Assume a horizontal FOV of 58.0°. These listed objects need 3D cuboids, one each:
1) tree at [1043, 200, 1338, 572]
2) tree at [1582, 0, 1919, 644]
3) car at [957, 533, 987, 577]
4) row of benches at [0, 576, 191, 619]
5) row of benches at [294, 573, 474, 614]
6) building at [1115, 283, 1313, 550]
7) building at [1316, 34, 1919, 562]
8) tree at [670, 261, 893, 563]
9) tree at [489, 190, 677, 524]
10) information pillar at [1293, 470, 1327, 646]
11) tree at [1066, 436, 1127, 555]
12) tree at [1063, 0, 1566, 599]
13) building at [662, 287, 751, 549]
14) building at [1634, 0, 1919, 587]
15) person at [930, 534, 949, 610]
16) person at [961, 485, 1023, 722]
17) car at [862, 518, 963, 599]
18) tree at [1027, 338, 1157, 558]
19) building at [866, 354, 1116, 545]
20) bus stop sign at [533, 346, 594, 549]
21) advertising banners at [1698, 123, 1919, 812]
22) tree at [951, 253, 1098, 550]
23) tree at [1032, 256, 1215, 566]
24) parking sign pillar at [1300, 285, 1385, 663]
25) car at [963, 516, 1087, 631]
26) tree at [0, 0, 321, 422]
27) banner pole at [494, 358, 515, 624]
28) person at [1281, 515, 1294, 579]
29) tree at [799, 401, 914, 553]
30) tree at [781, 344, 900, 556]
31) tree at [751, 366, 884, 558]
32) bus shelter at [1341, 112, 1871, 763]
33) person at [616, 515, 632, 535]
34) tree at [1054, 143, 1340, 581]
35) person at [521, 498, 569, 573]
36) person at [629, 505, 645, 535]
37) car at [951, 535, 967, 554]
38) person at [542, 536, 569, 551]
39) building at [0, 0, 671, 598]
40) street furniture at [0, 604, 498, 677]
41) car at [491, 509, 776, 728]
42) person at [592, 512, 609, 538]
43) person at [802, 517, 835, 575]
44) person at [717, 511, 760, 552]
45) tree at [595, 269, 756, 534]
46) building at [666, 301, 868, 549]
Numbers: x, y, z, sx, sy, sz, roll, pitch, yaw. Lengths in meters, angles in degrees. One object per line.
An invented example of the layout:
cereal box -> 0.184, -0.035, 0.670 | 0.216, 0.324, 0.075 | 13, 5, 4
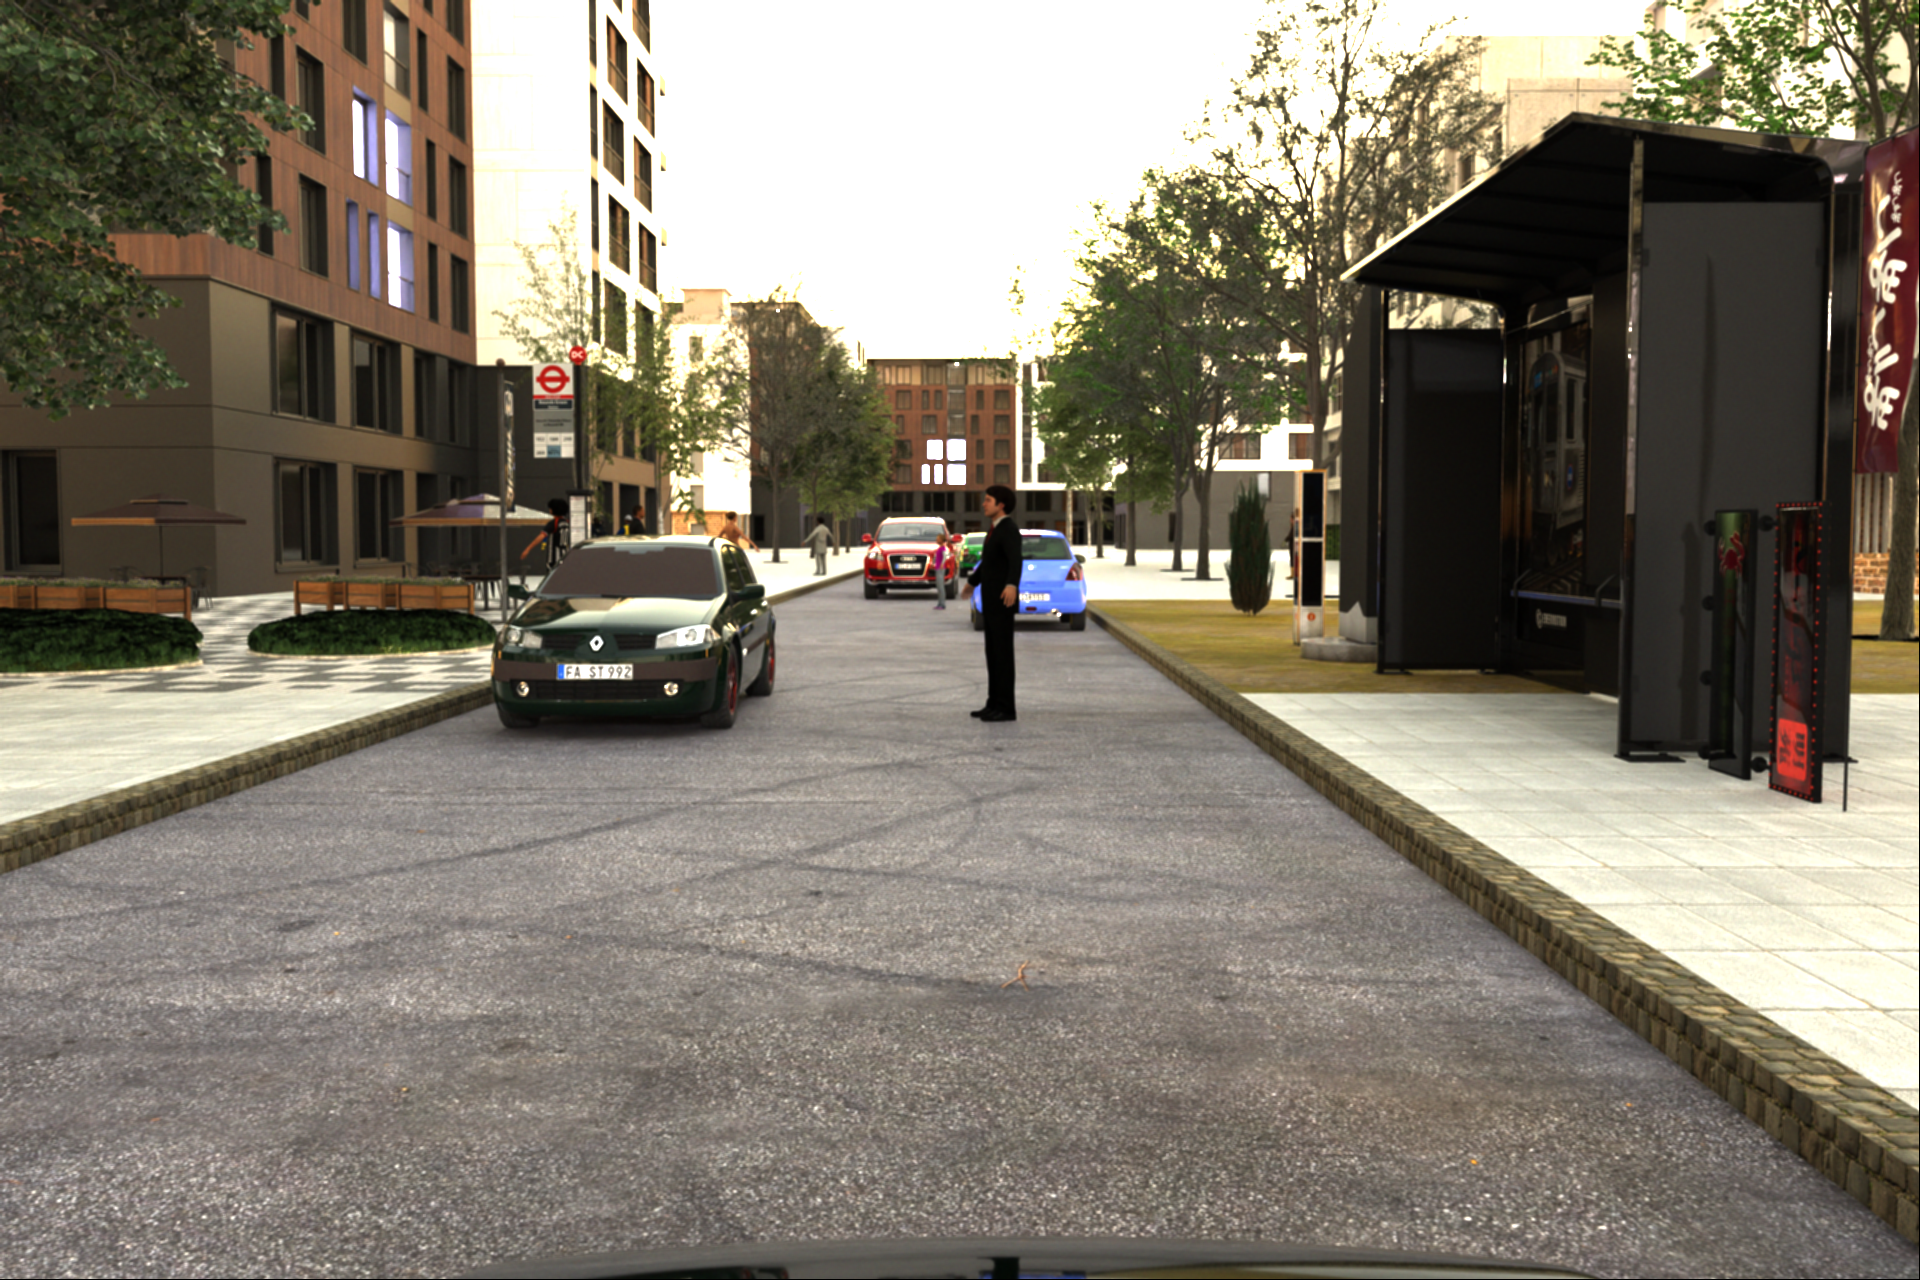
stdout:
tree -> 7.615, -9.107, 59.272 | 12.009, 13.543, 11.850 | 0, 3, 0
tree -> 11.271, -5.787, 20.374 | 9.928, 11.665, 9.643 | 0, 3, 0
car -> 0.876, -3.054, 58.725 | 1.959, 1.807, 4.718 | 0, 4, 1
row of benches -> -12.728, -0.572, 24.819 | 4.104, 0.672, 1.422 | 2, 4, 26
row of benches -> -8.779, -0.668, 26.381 | 4.104, 0.672, 1.422 | 3, 5, 40
building -> 27.702, -19.037, 155.226 | 27.936, 21.610, 32.646 | 0, 4, 1
building -> 25.685, -12.453, 70.056 | 16.747, 18.905, 31.486 | 0, 4, 1
tree -> -8.110, -10.209, 77.284 | 12.009, 13.543, 11.850 | 0, 3, 0
tree -> -8.556, -5.364, 38.072 | 4.360, 8.622, 3.978 | 0, 3, 0
information pillar -> 4.013, -0.942, 19.896 | 0.304, 2.012, 0.304 | 0, 4, -1
tree -> 7.971, -9.677, 108.588 | 4.360, 8.622, 3.978 | 0, 3, 0
tree -> 7.309, -7.594, 34.526 | 12.009, 13.543, 11.850 | 0, 3, 0
building -> -22.845, -16.984, 134.111 | 16.016, 20.090, 11.380 | 0, 4, 0
building -> 24.638, -11.767, 48.811 | 16.016, 20.090, 11.380 | 0, 4, 0
person -> -0.426, -1.294, 32.875 | 0.599, 1.433, 0.991 | -1, 4, -13
person -> 0.276, -0.290, 13.387 | 0.705, 1.806, 1.347 | -1, 4, -14
car -> -1.071, -1.905, 39.818 | 2.281, 1.827, 5.304 | 0, 4, 1
tree -> 7.378, -10.186, 92.303 | 9.928, 11.665, 9.643 | 0, 3, 0
building -> 4.524, -22.216, 209.663 | 32.646, 21.610, 27.936 | 0, 4, 1
bus stop sign -> -5.637, -2.200, 24.679 | 0.855, 3.939, 0.416 | 0, 4, 2
advertising banners -> 4.094, -0.749, 8.430 | 0.090, 3.025, 2.074 | 0, 4, 1
tree -> 6.138, -16.009, 117.634 | 12.611, 20.169, 13.585 | 0, 3, 0
tree -> 6.821, -9.303, 70.228 | 7.486, 12.596, 7.792 | 0, 3, 0
parking sign pillar -> 4.258, -1.794, 17.812 | 1.447, 3.967, 1.447 | 0, 4, 0
car -> 1.018, -1.065, 27.000 | 1.945, 1.707, 3.694 | 0, 4, -1
tree -> -8.859, -6.487, 12.710 | 9.857, 13.997, 8.962 | 0, 3, 0
banner pole -> -6.535, -2.139, 24.995 | 0.401, 3.779, 0.863 | 0, 4, 1
person -> 9.465, -2.632, 49.164 | 0.704, 1.812, 1.346 | 2, 4, 32
tree -> -7.529, -11.117, 116.178 | 8.767, 10.594, 7.601 | -1, 4, -15
tree -> -7.279, -11.319, 103.197 | 7.486, 12.596, 7.792 | 0, 3, 0
tree -> -7.485, -9.610, 91.533 | 7.601, 10.594, 8.767 | -1, 4, -11
bus shelter -> 4.295, -1.315, 12.780 | 1.731, 3.624, 6.357 | 0, 4, 1
person -> -9.690, -2.728, 50.575 | 1.349, 1.833, 0.705 | -3, 5, -40
tree -> 6.644, -7.458, 47.693 | 9.928, 11.665, 9.643 | 0, 3, 0
person -> -6.194, -1.249, 26.569 | 0.704, 1.843, 1.345 | 2, 4, 28
person -> -5.812, -1.543, 31.449 | 0.704, 1.802, 1.346 | -2, 4, -25
car -> 0.063, -5.116, 96.007 | 2.083, 1.381, 4.827 | 0, 4, 1
person -> -8.640, -1.905, 37.610 | 0.721, 1.772, 1.216 | 2, 4, 32
building -> -25.254, -12.626, 50.409 | 27.936, 21.610, 32.646 | 0, 4, 1
street furniture -> -10.469, -0.187, 18.684 | 10.072, 0.657, 5.734 | 1, 4, 12
car -> -2.519, -0.258, 14.010 | 2.009, 1.686, 4.222 | 0, 4, 0
person -> -9.002, -2.290, 43.229 | 0.705, 1.856, 1.354 | 1, 4, 23
person -> -4.358, -2.923, 53.977 | 0.705, 1.806, 1.347 | 3, 5, 45
person -> -4.362, -1.645, 33.695 | 1.217, 1.733, 0.721 | 3, 4, 39
tree -> -8.229, -6.019, 48.777 | 4.737, 8.622, 4.395 | 0, 3, 0
building -> -24.196, -19.870, 168.850 | 27.936, 21.610, 32.646 | 0, 4, 1
